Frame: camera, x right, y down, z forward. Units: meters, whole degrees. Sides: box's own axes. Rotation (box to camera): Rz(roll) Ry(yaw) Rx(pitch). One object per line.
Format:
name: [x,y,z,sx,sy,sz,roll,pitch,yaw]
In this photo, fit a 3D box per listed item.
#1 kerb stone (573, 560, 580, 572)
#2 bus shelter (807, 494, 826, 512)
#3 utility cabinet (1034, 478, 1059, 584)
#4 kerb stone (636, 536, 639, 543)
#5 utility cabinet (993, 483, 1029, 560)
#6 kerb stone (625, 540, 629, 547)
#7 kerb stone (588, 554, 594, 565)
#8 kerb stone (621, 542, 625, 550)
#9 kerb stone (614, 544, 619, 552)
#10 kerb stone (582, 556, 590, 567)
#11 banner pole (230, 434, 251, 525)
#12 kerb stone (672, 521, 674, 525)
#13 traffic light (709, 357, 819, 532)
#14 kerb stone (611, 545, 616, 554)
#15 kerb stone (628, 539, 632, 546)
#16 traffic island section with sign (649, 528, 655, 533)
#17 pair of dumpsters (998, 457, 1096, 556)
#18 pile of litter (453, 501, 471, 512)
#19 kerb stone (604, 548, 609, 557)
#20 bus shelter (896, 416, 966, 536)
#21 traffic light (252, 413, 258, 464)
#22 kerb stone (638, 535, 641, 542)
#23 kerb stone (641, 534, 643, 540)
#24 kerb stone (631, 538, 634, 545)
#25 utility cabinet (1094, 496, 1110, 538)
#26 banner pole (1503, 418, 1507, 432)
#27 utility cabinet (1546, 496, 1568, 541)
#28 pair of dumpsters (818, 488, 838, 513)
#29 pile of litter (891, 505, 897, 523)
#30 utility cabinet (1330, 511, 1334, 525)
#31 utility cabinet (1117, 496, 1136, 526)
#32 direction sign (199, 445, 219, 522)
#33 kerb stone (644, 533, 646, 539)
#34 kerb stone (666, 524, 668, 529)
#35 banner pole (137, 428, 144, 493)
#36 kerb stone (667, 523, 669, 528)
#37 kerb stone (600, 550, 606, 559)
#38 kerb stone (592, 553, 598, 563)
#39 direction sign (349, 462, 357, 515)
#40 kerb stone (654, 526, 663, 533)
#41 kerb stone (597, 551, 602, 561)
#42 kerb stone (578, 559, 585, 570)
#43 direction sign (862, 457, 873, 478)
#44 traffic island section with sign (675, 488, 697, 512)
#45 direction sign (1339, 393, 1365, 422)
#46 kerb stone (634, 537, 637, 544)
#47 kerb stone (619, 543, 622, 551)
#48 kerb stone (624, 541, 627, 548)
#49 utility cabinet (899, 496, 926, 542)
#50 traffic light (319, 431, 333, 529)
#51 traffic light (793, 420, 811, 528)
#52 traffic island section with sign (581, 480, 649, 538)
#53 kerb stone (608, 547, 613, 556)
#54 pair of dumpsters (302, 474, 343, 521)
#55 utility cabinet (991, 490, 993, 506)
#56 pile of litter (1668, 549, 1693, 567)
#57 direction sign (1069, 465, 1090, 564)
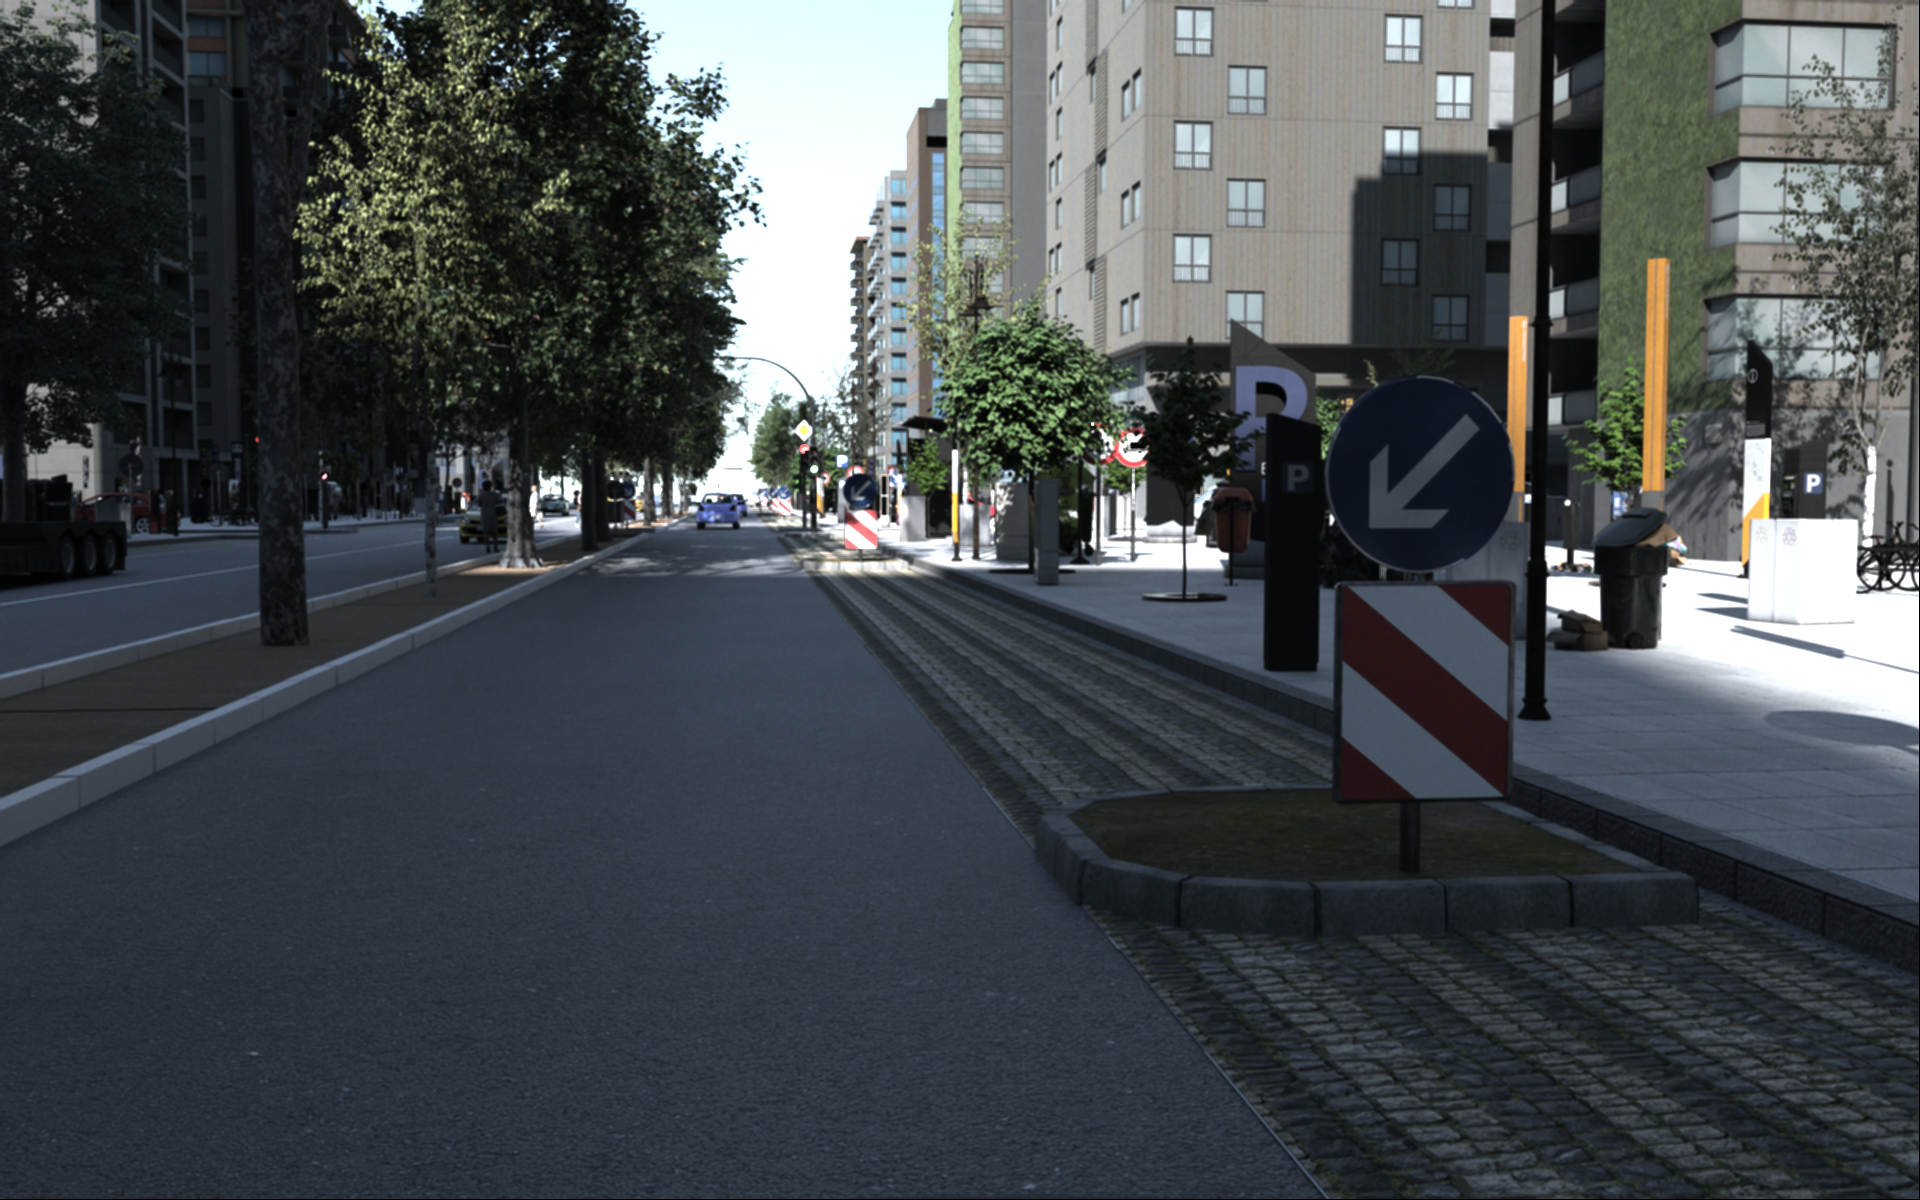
kerb stone: [-7.124,-0.585,31.765,0.120,0.150,1.000,0,4,-7]
bus shelter: [-10.582,-8.176,124.963,1.731,3.624,6.357,0,4,-7]
utility cabinet: [1.226,-0.988,24.835,0.318,1.500,1.173,0,4,0]
kerb stone: [-9.458,-1.706,50.096,0.120,0.150,1.000,0,4,-7]
utility cabinet: [1.250,-1.502,33.230,1.173,1.500,0.318,3,5,39]
kerb stone: [-8.944,-1.456,46.027,0.120,0.150,1.000,0,4,-7]
kerb stone: [-7.517,-0.772,34.821,0.120,0.150,1.000,0,4,-7]
kerb stone: [-8.672,-1.333,43.991,0.120,0.150,1.000,0,4,-7]
kerb stone: [-8.431,-1.209,41.958,0.120,0.150,1.000,0,4,-7]
kerb stone: [-7.381,-0.709,33.802,0.120,0.150,1.000,0,4,-7]
banner pole: [-29.978,-5.034,72.326,0.863,3.779,0.401,-1,4,-22]
kerb stone: [-12.763,-3.293,76.040,0.120,0.150,1.000,0,4,-7]
traffic light: [-6.977,-5.061,57.414,4.771,5.953,1.251,0,4,-7]
kerb stone: [-8.295,-1.146,40.939,0.120,0.150,1.000,0,4,-7]
kerb stone: [-9.066,-1.517,47.042,0.120,0.150,1.000,0,4,-7]
traffic island section with sign: [-12.393,-3.459,64.690,2.006,1.907,1.989,0,4,-7]
pair of dumpsters: [1.880,-2.153,37.703,1.574,2.255,4.437,0,4,-7]
pile of litter: [-35.981,-6.763,124.540,1.719,0.858,1.176,0,4,-2]
kerb stone: [-8.033,-1.016,38.899,0.120,0.150,1.000,0,4,-7]
bus shelter: [-0.915,-3.912,55.242,1.731,3.624,6.357,0,4,-7]
traffic light: [-22.282,-4.078,55.595,0.839,4.253,0.868,0,4,-7]
kerb stone: [-9.585,-1.764,51.111,0.120,0.150,1.000,0,4,-7]
kerb stone: [-9.712,-1.827,52.125,0.120,0.150,1.000,0,4,-7]
kerb stone: [-9.207,-1.582,48.060,0.120,0.150,1.000,0,4,-7]
utility cabinet: [4.198,-2.454,51.291,0.306,1.237,1.020,1,4,14]
banner pole: [15.950,-3.678,50.146,0.401,3.779,0.863,-1,4,-21]
utility cabinet: [16.334,-2.250,47.941,1.020,1.237,0.306,-2,4,-26]
pair of dumpsters: [-8.904,-7.020,117.270,1.574,2.255,4.437,0,4,-7]
pile of litter: [-2.449,-3.874,77.298,1.176,0.858,1.719,3,4,36]
utility cabinet: [9.296,-1.880,41.893,0.306,1.237,1.020,3,5,40]
utility cabinet: [6.677,-3.567,69.479,0.306,1.237,1.020,-2,4,-27]
direction sign: [-34.729,-5.394,80.196,0.876,3.537,0.379,0,4,-2]
kerb stone: [-9.978,-1.956,54.175,0.120,0.150,1.000,0,4,-7]
kerb stone: [-11.986,-2.919,69.931,0.120,0.150,1.000,0,4,-7]
banner pole: [-31.080,-4.629,65.698,0.401,3.779,0.863,-3,4,-37]
kerb stone: [-12.110,-2.982,70.954,0.120,0.150,1.000,0,4,-7]
kerb stone: [-7.901,-0.956,37.885,0.120,0.150,1.000,0,4,-7]
kerb stone: [-7.642,-0.830,35.841,0.120,0.150,1.000,0,4,-7]
direction sign: [-37.992,-7.120,108.402,0.876,3.537,0.379,2,4,32]
kerb stone: [-11.467,-2.668,65.856,0.120,0.150,1.000,0,4,-7]
kerb stone: [-7.782,-0.897,36.853,0.120,0.150,1.000,0,4,-7]
kerb stone: [-7.252,-0.643,32.788,0.120,0.150,1.000,0,4,-7]
direction sign: [-5.680,-7.020,106.774,0.876,3.537,0.379,1,4,20]
traffic island section with sign: [-21.912,-8.018,139.225,2.006,1.907,1.989,0,4,-7]
direction sign: [8.953,-2.873,38.965,0.876,3.537,0.379,2,4,25]
kerb stone: [-9.325,-1.644,49.075,0.120,0.150,1.000,0,4,-7]
kerb stone: [-8.554,-1.270,42.975,0.120,0.150,1.000,0,4,-7]
kerb stone: [-8.813,-1.393,45.010,0.120,0.150,1.000,0,4,-7]
utility cabinet: [-1.284,-2.154,46.380,0.306,1.237,1.020,2,4,26]
traffic light: [-21.229,-5.452,63.814,4.771,5.953,1.251,0,4,-7]
traffic light: [-5.924,-4.698,65.740,0.839,4.253,0.868,0,4,-7]
traffic island section with sign: [-11.465,-3.009,57.341,2.006,1.907,1.989,0,4,-7]
kerb stone: [-8.162,-1.082,39.913,0.120,0.150,1.000,0,4,-7]
pair of dumpsters: [-30.962,-4.941,83.275,1.574,2.255,4.437,0,4,-7]
utility cabinet: [2.031,-4.976,90.033,0.318,1.500,1.173,2,4,32]
pile of litter: [12.498,-1.044,31.040,1.719,0.858,1.176,-1,4,-22]
direction sign: [2.206,-2.433,31.783,0.379,3.537,0.876,3,5,40]
